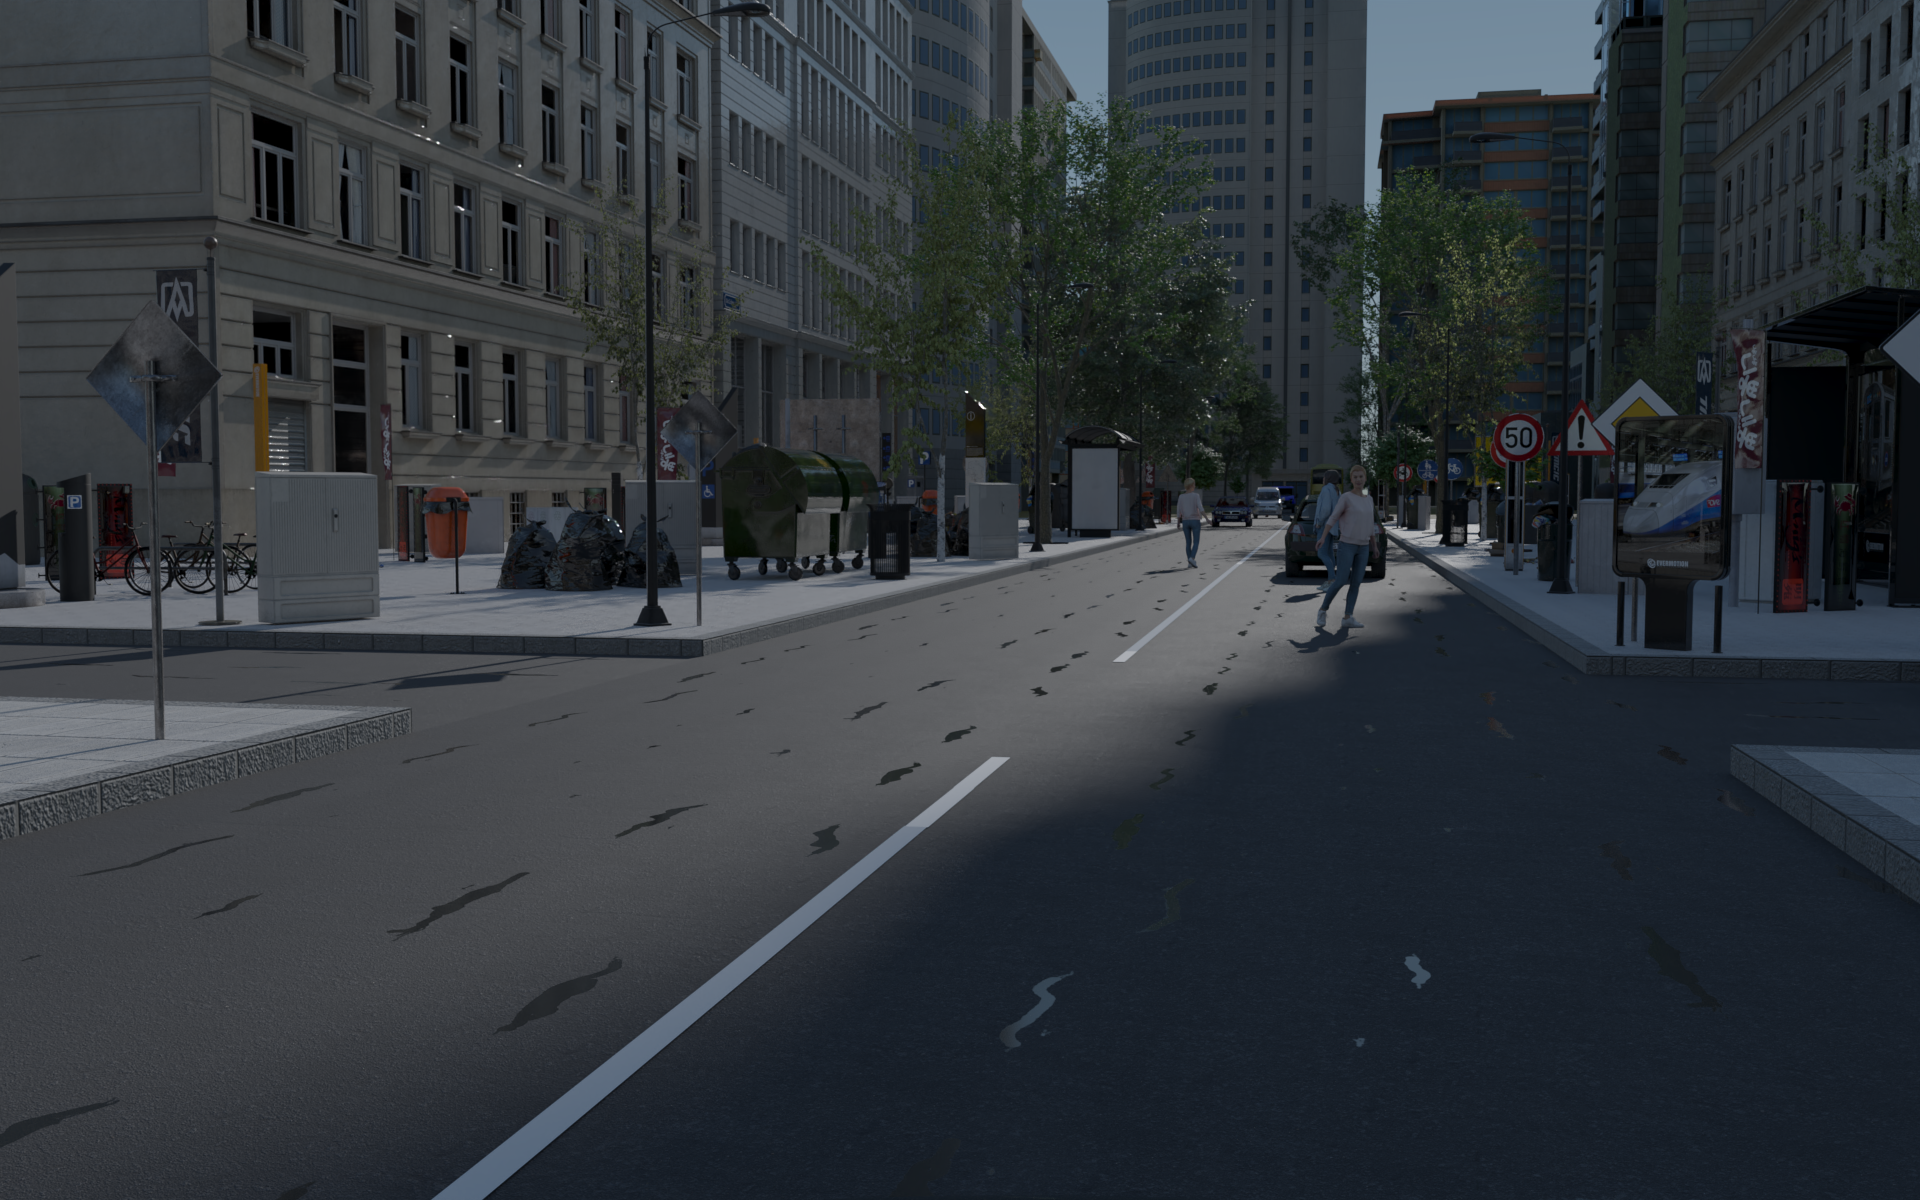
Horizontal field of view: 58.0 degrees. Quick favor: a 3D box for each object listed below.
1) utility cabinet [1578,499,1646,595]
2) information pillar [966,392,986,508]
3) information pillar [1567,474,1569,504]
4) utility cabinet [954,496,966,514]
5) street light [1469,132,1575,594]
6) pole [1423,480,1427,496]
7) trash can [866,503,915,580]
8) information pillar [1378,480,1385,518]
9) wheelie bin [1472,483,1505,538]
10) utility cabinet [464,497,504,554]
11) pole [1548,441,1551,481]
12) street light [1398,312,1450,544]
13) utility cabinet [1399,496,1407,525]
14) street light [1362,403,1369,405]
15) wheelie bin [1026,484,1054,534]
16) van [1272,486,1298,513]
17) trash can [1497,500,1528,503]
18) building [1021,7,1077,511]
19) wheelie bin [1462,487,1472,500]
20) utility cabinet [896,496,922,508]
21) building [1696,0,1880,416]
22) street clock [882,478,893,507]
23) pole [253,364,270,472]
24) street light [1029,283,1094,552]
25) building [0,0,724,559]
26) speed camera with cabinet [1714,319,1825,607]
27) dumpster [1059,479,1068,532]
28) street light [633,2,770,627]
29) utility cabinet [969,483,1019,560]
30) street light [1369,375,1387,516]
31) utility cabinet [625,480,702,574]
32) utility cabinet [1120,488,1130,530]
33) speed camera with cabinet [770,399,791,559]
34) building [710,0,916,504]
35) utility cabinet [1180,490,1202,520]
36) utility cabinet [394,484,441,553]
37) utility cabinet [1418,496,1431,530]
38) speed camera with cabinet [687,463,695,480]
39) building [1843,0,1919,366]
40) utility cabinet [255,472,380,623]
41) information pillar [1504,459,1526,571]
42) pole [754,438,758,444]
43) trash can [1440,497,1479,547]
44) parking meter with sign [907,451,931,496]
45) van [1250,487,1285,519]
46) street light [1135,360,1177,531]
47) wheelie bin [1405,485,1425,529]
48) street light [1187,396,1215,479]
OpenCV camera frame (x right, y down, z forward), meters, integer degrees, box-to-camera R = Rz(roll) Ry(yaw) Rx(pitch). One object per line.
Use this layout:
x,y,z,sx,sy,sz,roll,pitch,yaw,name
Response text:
8.471,-0.673,22.163,1.020,1.237,0.306,2,4,33,utility cabinet
0.341,-2.947,39.544,0.504,3.616,0.183,2,4,27,information pillar
21.983,-3.581,63.036,0.304,2.012,0.304,1,4,11,information pillar
0.315,-3.296,65.043,1.020,1.237,0.306,-2,4,-25,utility cabinet
7.237,-3.044,22.319,1.470,5.913,1.316,1,4,12,street light
22.758,-5.564,84.808,0.158,3.312,0.155,0,3,0,pole
-1.051,-0.881,26.058,0.748,1.137,0.748,0,3,0,trash can
20.882,-4.972,85.782,0.304,2.012,0.304,2,4,25,information pillar
15.450,-2.596,50.347,0.693,1.594,0.980,2,4,31,wheelie bin
-10.366,-1.602,37.348,1.020,1.237,0.306,-1,4,-16,utility cabinet
22.439,-4.422,66.136,0.158,3.312,0.155,0,3,0,pole
11.864,-4.382,44.190,1.470,5.913,1.316,1,4,12,street light
18.508,-3.721,72.001,0.306,1.237,1.020,2,4,32,utility cabinet
21.149,-7.078,88.265,1.470,5.913,1.316,1,4,12,street light
2.628,-2.936,55.913,0.980,1.594,0.693,-3,4,-39,wheelie bin
24.502,-7.776,131.525,2.240,2.365,5.245,1,4,11,van
13.858,-1.947,43.481,0.748,1.137,0.748,0,3,0,trash can
-3.795,-27.425,140.275,23.993,40.220,32.217,1,4,12,building
24.452,-4.574,82.692,0.980,1.594,0.693,-2,4,-31,wheelie bin
-1.261,-2.302,48.795,1.020,1.237,0.306,1,4,13,utility cabinet
40.937,-14.431,69.236,16.112,22.955,30.059,1,4,12,building
-3.243,-4.478,77.778,0.471,2.002,0.358,1,4,11,street clock
-10.953,-2.040,27.194,0.158,3.312,0.155,0,3,0,pole
2.249,-4.023,38.317,1.470,5.913,1.316,1,4,12,street light
-18.784,-13.193,48.986,16.112,22.955,30.059,1,4,12,building
9.351,-1.585,20.258,2.038,3.252,0.660,-3,4,-37,speed camera with cabinet
4.112,-3.290,59.549,1.264,1.857,1.865,1,4,12,dumpster
-2.474,-2.696,16.620,1.470,5.913,1.316,1,4,12,street light
0.672,-1.533,33.747,0.318,1.500,1.173,3,5,41,utility cabinet
16.562,-5.749,66.540,1.470,5.913,1.316,1,4,12,street light
-4.675,-1.140,27.321,1.173,1.500,0.318,-1,4,-11,utility cabinet
5.815,-3.227,61.443,0.318,1.500,1.173,1,4,12,utility cabinet
-3.439,-2.503,35.261,0.660,3.252,2.038,0,4,5,speed camera with cabinet
-10.808,-18.357,77.634,11.434,29.767,29.804,1,4,12,building
11.398,-4.692,85.392,1.173,1.500,0.318,-2,4,-34,utility cabinet
-11.788,-1.771,37.631,1.173,1.500,0.318,2,4,32,utility cabinet
16.638,-3.112,62.041,0.306,1.237,1.020,2,4,24,utility cabinet
-7.705,-3.474,51.136,0.660,3.252,2.038,-1,4,-10,speed camera with cabinet
32.291,-11.771,47.202,10.420,20.320,16.860,1,4,12,building
-6.431,-0.533,17.391,0.318,1.500,1.173,3,4,38,utility cabinet
9.257,-1.493,28.904,0.304,2.012,0.304,1,4,15,information pillar
-7.423,-4.238,63.131,0.158,3.312,0.155,0,3,0,pole
12.101,-1.876,42.326,0.748,1.137,0.748,0,3,0,trash can
-1.829,-4.498,69.802,0.543,3.016,1.738,2,4,28,parking meter with sign
18.174,-5.827,102.275,2.013,2.044,4.112,1,4,10,van
6.815,-5.358,60.145,1.470,5.913,1.316,1,4,12,street light
16.601,-3.382,63.208,0.693,1.594,0.980,1,4,12,wheelie bin
11.369,-6.710,82.244,1.470,5.913,1.316,1,4,12,street light
